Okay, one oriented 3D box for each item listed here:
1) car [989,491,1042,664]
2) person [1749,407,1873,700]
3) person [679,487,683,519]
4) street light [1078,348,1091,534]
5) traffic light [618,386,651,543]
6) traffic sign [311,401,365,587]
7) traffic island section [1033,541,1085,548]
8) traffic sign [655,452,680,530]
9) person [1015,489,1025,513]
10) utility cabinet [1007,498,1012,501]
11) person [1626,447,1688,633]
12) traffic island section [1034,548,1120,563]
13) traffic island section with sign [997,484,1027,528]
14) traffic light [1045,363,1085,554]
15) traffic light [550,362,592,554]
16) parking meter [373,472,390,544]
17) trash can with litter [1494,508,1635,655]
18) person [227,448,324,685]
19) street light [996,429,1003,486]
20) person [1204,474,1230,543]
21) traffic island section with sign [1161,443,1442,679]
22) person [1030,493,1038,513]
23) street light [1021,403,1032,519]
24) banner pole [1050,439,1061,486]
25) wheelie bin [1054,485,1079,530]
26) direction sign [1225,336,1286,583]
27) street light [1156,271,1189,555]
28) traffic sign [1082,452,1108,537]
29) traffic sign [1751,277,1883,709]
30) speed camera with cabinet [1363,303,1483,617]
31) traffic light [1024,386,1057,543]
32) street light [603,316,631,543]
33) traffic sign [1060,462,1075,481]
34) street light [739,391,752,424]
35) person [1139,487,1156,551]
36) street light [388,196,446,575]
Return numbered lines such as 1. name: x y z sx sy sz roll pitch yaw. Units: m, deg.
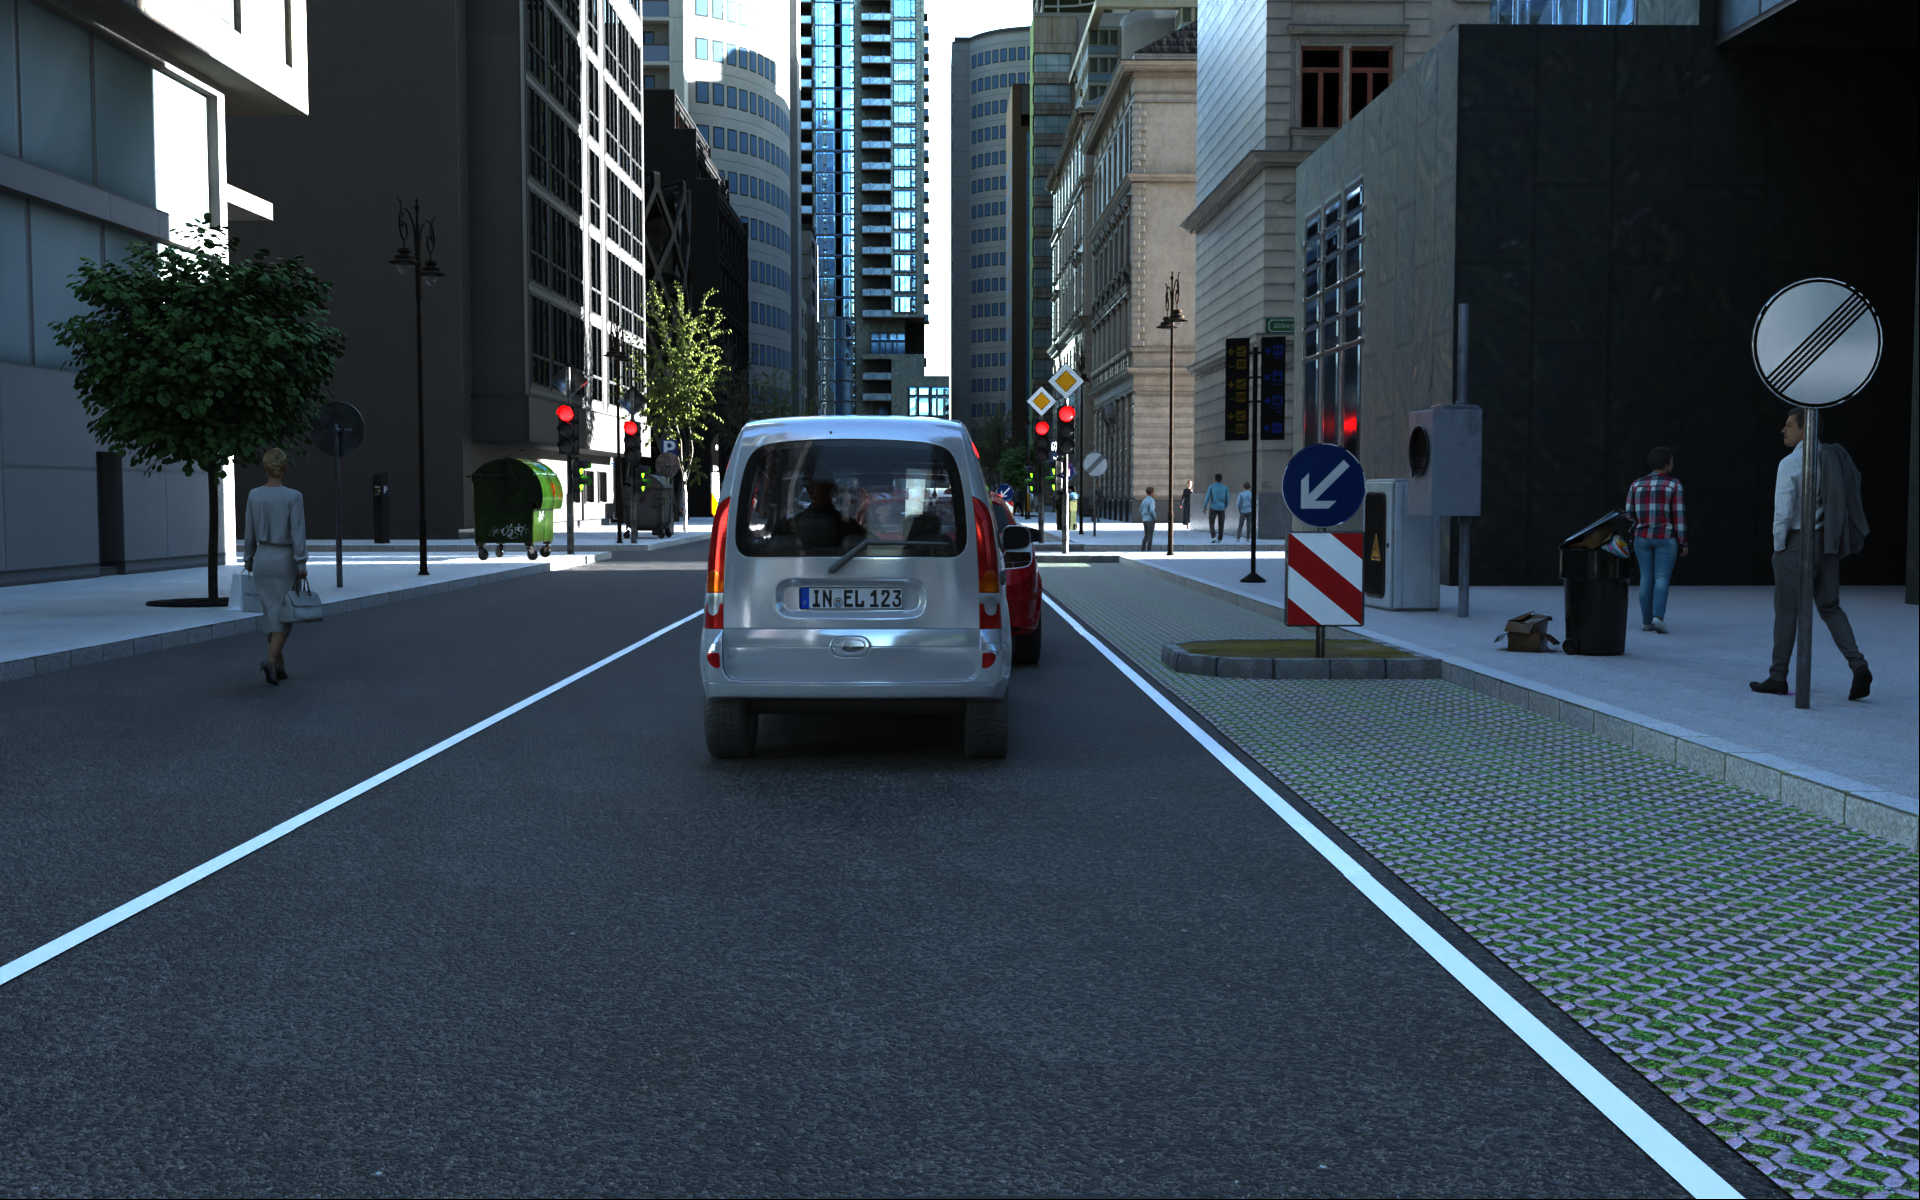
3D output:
1. car: -0.272 -0.427 16.022 2.155 1.783 4.494 0 4 -2
2. person: 5.406 -0.292 10.926 0.679 1.850 0.850 -1 4 -22
3. person: -14.528 -5.120 90.503 0.466 1.731 0.760 -3 5 -40
4. street light: 3.860 -5.030 55.022 0.468 5.910 1.993 0 4 -1
5. traffic light: -8.461 -3.425 44.924 0.839 4.253 0.868 0 4 -1
6. traffic sign: -8.535 -1.446 23.755 0.768 2.556 0.104 0 4 4
7. traffic island section: 2.139 -1.405 45.248 2.009 0.180 2.903 0 4 -1
8. traffic sign: -8.892 -3.214 52.661 0.768 2.556 0.104 0 4 4
9. person: 4.033 -6.627 114.374 0.713 1.824 0.794 3 5 39
10. utility cabinet: 3.266 -6.669 120.193 0.306 1.237 1.020 -1 4 -22
11. person: 6.473 -0.566 16.132 0.643 1.720 0.563 -3 5 -42
12. traffic island section: 2.286 -0.916 37.264 2.009 0.180 2.903 0 4 -1
13. traffic island section with sign: 1.683 -3.744 69.842 1.989 1.847 2.006 0 4 -1
14. traffic light: 2.246 -2.950 37.149 0.839 4.253 0.868 0 4 -1
15. traffic light: -8.314 -2.937 36.940 0.839 4.253 0.868 0 4 -1
16. parking meter: -15.047 -2.404 45.023 0.255 1.863 0.399 1 4 14
17. trash can with litter: 4.866 -0.157 13.951 1.055 1.170 0.624 2 4 29
18. person: -5.221 -0.261 13.120 0.694 1.780 0.624 1 4 19
19. street light: 2.710 -9.001 119.953 0.468 5.910 1.993 0 4 -1
20. person: 6.757 -2.415 45.540 0.660 1.820 0.620 0 4 -5
21. traffic island section with sign: 2.712 -0.345 14.261 1.989 1.847 2.006 0 4 -1
22. person: 5.074 -6.944 119.804 0.641 1.798 0.478 2 4 31
23. street light: 3.355 -7.025 87.651 0.468 5.910 1.993 0 4 -1
24. banner pole: 3.970 -4.850 69.319 0.863 3.779 0.401 -1 4 -22
25. wheelie bin: 3.801 -3.289 61.676 0.980 1.594 0.693 2 4 31
26. direction sign: 4.271 -2.026 25.128 0.876 3.537 0.379 2 4 25
27. street light: 4.409 -3.873 36.118 0.468 5.910 1.993 0 4 -1
28. traffic sign: 4.063 -3.187 52.210 0.768 2.556 0.104 0 3 0
29. traffic sign: 5.049 -0.624 10.300 0.768 2.556 0.104 0 4 0
30. speed camera with cabinet: 4.976 -1.494 18.762 0.660 3.252 2.038 0 4 -6
31. traffic light: 2.099 -3.438 45.133 0.839 4.253 0.868 0 4 -1
32. street light: -8.910 -4.426 45.159 0.468 5.910 1.993 0 4 -1
33. traffic sign: 4.067 -4.110 67.311 0.768 2.556 0.104 0 4 4
34. street light: -9.582 -6.411 77.610 0.468 5.910 1.993 0 4 -1
35. person: 4.417 -1.840 40.388 0.330 1.601 0.589 -1 4 -17
36. street light: -8.502 -3.333 27.278 0.468 5.910 1.993 0 4 -1
